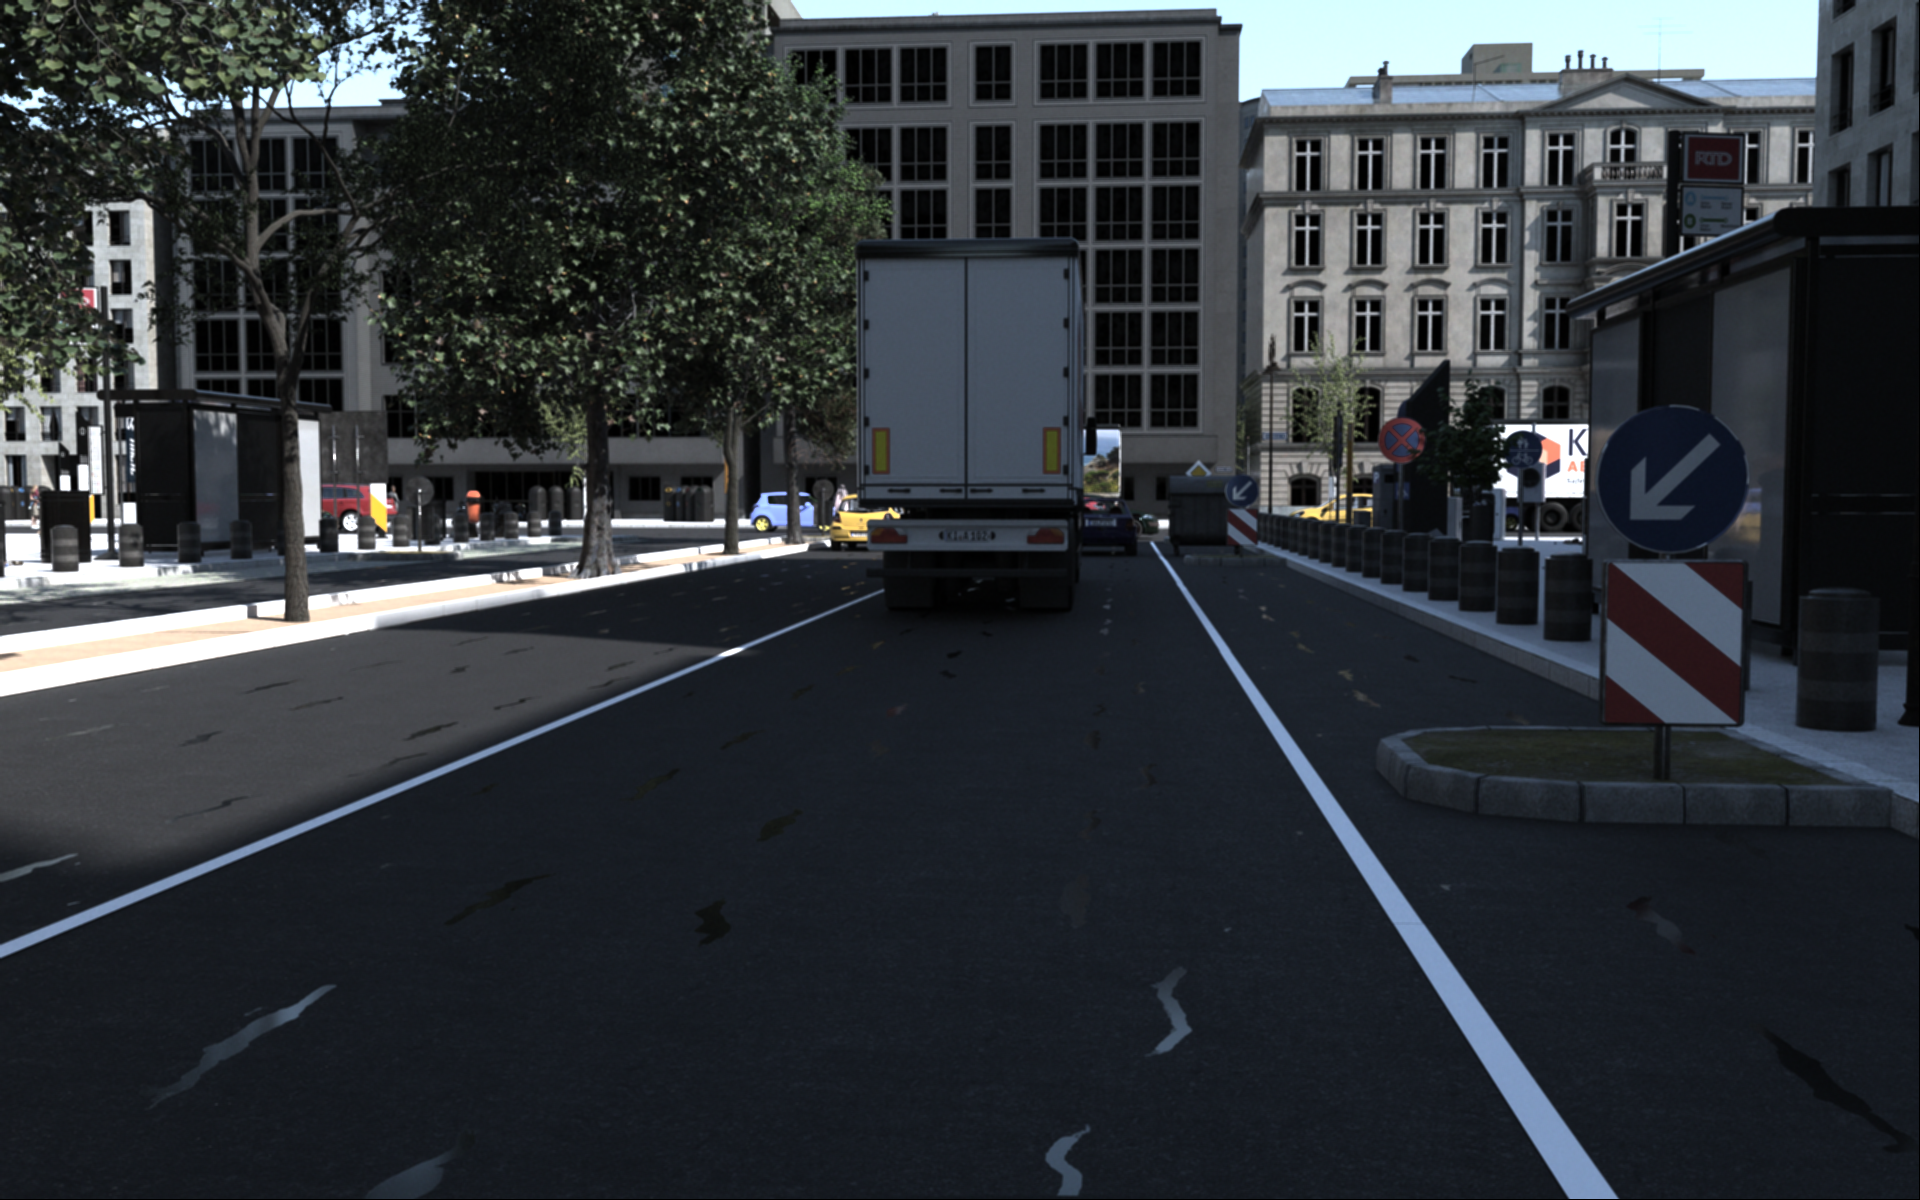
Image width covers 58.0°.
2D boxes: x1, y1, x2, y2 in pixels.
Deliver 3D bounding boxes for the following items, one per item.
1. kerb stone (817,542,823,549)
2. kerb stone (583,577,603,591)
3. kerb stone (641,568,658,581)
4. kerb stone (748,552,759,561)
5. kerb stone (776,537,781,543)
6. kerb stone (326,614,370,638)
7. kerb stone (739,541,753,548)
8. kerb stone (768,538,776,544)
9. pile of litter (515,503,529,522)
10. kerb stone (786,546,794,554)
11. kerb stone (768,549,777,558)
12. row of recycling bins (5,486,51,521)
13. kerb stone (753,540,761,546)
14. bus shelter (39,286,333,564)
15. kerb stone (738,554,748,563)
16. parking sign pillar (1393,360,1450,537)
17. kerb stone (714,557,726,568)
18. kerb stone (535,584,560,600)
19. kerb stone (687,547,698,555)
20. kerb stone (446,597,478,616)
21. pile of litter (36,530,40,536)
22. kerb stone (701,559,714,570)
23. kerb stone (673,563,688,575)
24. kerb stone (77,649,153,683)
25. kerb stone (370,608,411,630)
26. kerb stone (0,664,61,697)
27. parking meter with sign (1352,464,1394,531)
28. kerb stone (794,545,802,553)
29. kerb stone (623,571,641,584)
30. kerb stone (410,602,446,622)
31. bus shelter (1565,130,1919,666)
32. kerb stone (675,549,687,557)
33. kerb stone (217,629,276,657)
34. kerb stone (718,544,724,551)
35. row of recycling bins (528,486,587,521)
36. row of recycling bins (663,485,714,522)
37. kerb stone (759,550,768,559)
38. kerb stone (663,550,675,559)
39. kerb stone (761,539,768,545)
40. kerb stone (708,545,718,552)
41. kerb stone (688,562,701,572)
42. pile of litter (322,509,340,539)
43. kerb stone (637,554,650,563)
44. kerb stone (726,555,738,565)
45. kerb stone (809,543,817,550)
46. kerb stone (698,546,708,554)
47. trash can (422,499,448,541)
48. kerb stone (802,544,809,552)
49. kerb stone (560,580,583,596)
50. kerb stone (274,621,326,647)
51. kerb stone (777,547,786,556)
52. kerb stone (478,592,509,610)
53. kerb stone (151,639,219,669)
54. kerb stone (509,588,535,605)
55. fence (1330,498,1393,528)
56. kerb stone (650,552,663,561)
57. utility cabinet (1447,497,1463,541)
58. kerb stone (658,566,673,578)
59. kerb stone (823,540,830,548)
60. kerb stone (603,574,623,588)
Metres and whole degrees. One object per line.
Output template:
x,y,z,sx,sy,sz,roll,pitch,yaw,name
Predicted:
-3.793,-1.415,45.355,0.120,0.150,1.000,0,4,5,kerb stone
-5.579,-0.224,25.894,0.120,0.150,1.000,0,4,5,kerb stone
-5.289,-0.411,28.959,0.120,0.150,1.000,0,4,5,kerb stone
-4.534,-0.915,37.150,0.120,0.150,1.000,0,4,5,kerb stone
-5.407,-1.735,50.562,0.120,0.150,1.000,0,4,5,kerb stone
-6.326,0.277,17.702,0.120,0.150,1.000,0,4,5,kerb stone
-5.795,-1.485,46.479,0.120,0.150,1.000,0,4,5,kerb stone
-5.508,-1.670,49.543,0.120,0.150,1.000,0,4,5,kerb stone
-20.353,-4.063,80.397,1.719,0.858,1.176,1,4,10,pile of litter
-4.167,-1.166,41.259,0.120,0.150,1.000,0,4,5,kerb stone
-4.354,-1.041,39.217,0.120,0.150,1.000,0,4,5,kerb stone
-46.088,-4.771,85.123,1.069,1.692,3.534,1,4,10,row of recycling bins
-5.699,-1.548,47.502,0.120,0.150,1.000,0,4,5,kerb stone
-16.095,-3.577,36.108,2.179,5.291,8.768,0,4,5,bus shelter
-4.639,-0.849,36.120,0.120,0.150,1.000,0,4,5,kerb stone
9.206,-2.819,34.560,1.447,3.967,1.447,-3,5,-41,parking sign pillar
-4.824,-0.726,34.064,0.120,0.150,1.000,0,4,5,kerb stone
-5.762,-0.101,23.846,0.120,0.150,1.000,0,4,5,kerb stone
-6.356,-1.110,40.351,0.120,0.150,1.000,0,4,5,kerb stone
-6.050,0.088,20.763,0.120,0.150,1.000,0,4,5,kerb stone
-27.690,-2.391,53.052,1.176,0.858,1.719,0,4,-6,pile of litter
-4.910,-0.655,33.043,0.120,0.150,1.000,0,4,5,kerb stone
-5.106,-0.539,31.002,0.120,0.150,1.000,0,4,5,kerb stone
-6.698,0.525,13.617,0.120,0.150,1.000,0,4,5,kerb stone
-6.226,0.212,18.722,0.120,0.150,1.000,0,4,5,kerb stone
-6.786,0.587,12.597,0.120,0.150,1.000,0,4,5,kerb stone
10.990,-2.956,44.589,1.738,3.016,0.543,-1,4,-17,parking meter with sign
-4.069,-1.228,42.279,0.120,0.150,1.000,0,4,5,kerb stone
-5.382,-0.345,27.936,0.120,0.150,1.000,0,4,5,kerb stone
-6.145,0.150,19.743,0.120,0.150,1.000,0,4,5,kerb stone
7.415,-2.402,16.909,2.179,5.291,8.768,0,4,5,bus shelter
-6.452,-1.047,39.329,0.120,0.150,1.000,0,4,5,kerb stone
-6.512,0.400,15.661,0.120,0.150,1.000,0,4,5,kerb stone
-6.077,-1.298,43.417,0.120,0.150,1.000,0,4,5,kerb stone
-19.341,-4.756,84.874,3.534,1.692,1.069,-2,4,-30,row of recycling bins
-12.564,-4.473,80.252,1.069,1.692,3.534,-3,5,-41,row of recycling bins
-4.446,-0.977,38.177,0.120,0.150,1.000,0,4,5,kerb stone
-6.547,-0.982,38.309,0.120,0.150,1.000,0,4,5,kerb stone
-5.604,-1.610,48.522,0.120,0.150,1.000,0,4,5,kerb stone
-6.164,-1.235,42.395,0.120,0.150,1.000,0,4,5,kerb stone
-5.007,-0.601,32.022,0.120,0.150,1.000,0,4,5,kerb stone
-18.806,-2.216,50.197,1.719,0.858,1.176,3,5,40,pile of litter
-6.733,-0.860,36.264,0.120,0.150,1.000,0,4,5,kerb stone
-4.729,-0.789,35.099,0.120,0.150,1.000,0,4,5,kerb stone
-3.882,-1.354,44.328,0.120,0.150,1.000,0,4,5,kerb stone
-6.264,-1.172,41.372,0.120,0.150,1.000,0,4,5,kerb stone
-14.405,-2.190,47.463,0.748,1.137,0.748,0,3,0,trash can
-3.975,-1.288,43.299,0.120,0.150,1.000,0,4,5,kerb stone
-5.662,-0.162,24.873,0.120,0.150,1.000,0,4,5,kerb stone
-6.416,0.337,16.681,0.120,0.150,1.000,0,4,5,kerb stone
-4.252,-1.103,40.237,0.120,0.150,1.000,0,4,5,kerb stone
-5.947,0.024,21.796,0.120,0.150,1.000,0,4,5,kerb stone
-6.605,0.462,14.638,0.120,0.150,1.000,0,4,5,kerb stone
-5.858,-0.037,22.821,0.120,0.150,1.000,0,4,5,kerb stone
10.230,-1.961,43.269,2.264,1.192,0.480,-1,4,-11,fence
-6.637,-0.923,37.288,0.120,0.150,1.000,0,4,5,kerb stone
11.631,-1.815,40.834,0.306,1.237,1.020,2,4,24,utility cabinet
-5.200,-0.475,29.980,0.120,0.150,1.000,0,4,5,kerb stone
-3.694,-1.479,46.377,0.120,0.150,1.000,0,4,5,kerb stone
-5.480,-0.289,26.915,0.120,0.150,1.000,0,4,5,kerb stone
